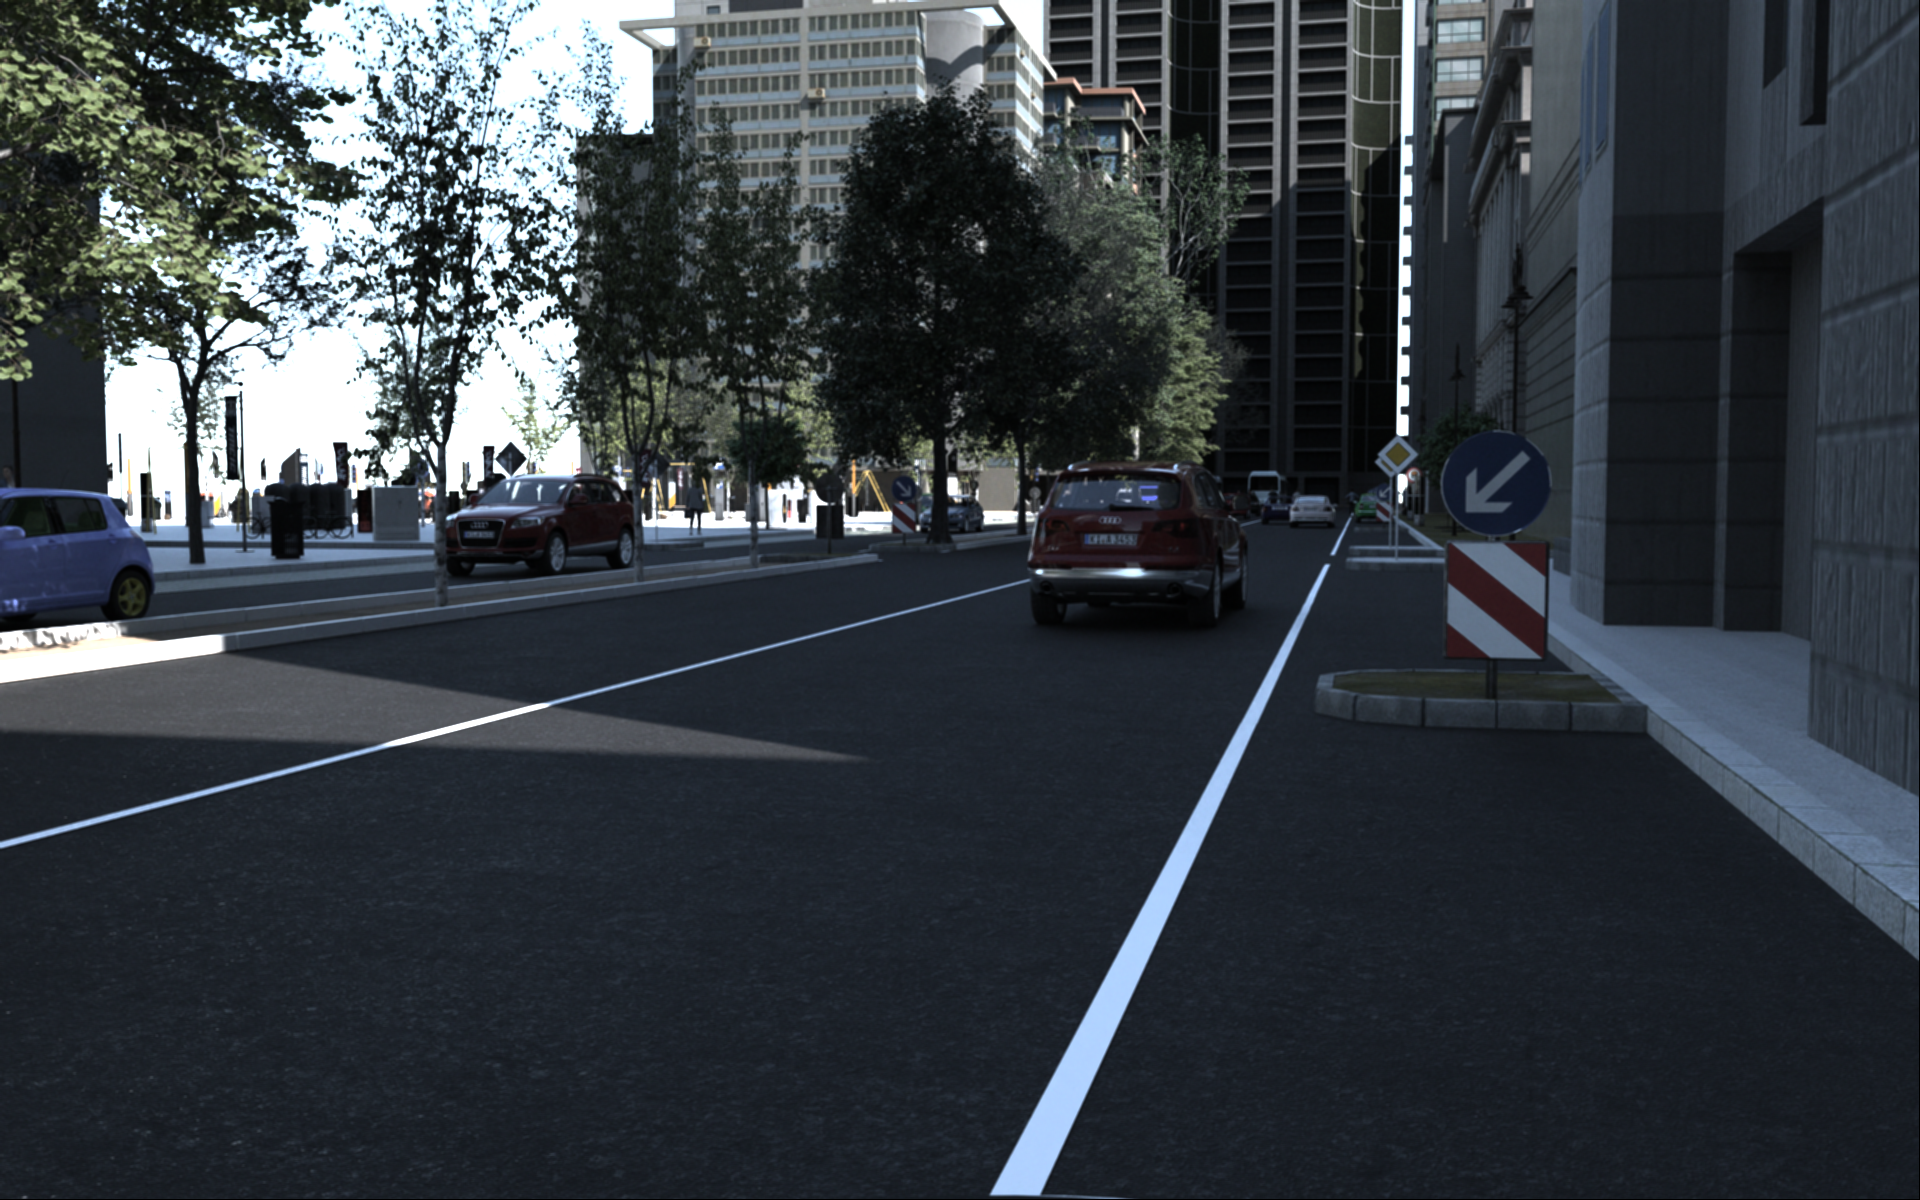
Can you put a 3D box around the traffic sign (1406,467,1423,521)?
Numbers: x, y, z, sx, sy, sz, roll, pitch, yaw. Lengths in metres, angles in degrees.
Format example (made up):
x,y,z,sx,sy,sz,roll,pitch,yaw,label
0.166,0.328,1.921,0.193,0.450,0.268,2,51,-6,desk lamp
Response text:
x,y,z,sx,sy,sz,roll,pitch,yaw,label
21.402,-4.987,81.644,0.768,2.556,0.104,1,4,14,traffic sign

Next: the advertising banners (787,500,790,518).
x,y,z,sx,sy,sz,roll,pitch,yaw,label
-9.018,-5.834,91.570,0.090,3.025,2.074,3,4,37,advertising banners

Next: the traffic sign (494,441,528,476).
x,y,z,sx,sy,sz,roll,pitch,yaw,label
-9.810,-2.179,37.822,0.795,2.593,0.064,1,4,13,traffic sign

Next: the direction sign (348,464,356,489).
x,y,z,sx,sy,sz,roll,pitch,yaw,label
-45.666,-8.434,129.891,0.379,3.537,0.876,3,4,36,direction sign

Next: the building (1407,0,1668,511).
x,y,z,sx,sy,sz,roll,pitch,yaw,label
55.077,-38.401,169.849,21.231,58.520,28.212,1,4,13,building

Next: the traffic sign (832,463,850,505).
x,y,z,sx,sy,sz,roll,pitch,yaw,label
-4.667,-4.123,67.514,0.768,2.556,0.104,1,4,18,traffic sign

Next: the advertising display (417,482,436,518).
x,y,z,sx,sy,sz,roll,pitch,yaw,label
-28.014,-5.247,91.010,0.974,1.923,0.123,-1,4,-21,advertising display

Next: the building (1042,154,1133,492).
x,y,z,sx,sy,sz,roll,pitch,yaw,label
6.846,-23.205,151.104,14.160,30.474,14.107,1,4,13,building

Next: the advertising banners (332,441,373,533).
x,y,z,sx,sy,sz,roll,pitch,yaw,label
-19.786,-3.757,57.616,2.074,3.025,0.090,-1,4,-8,advertising banners

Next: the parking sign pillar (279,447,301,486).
x,y,z,sx,sy,sz,roll,pitch,yaw,label
-38.034,-6.723,98.392,1.447,3.967,1.447,2,4,25,parking sign pillar

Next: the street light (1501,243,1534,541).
x,y,z,sx,sy,sz,roll,pitch,yaw,label
10.270,-3.625,32.058,0.468,5.910,1.993,1,4,13,street light

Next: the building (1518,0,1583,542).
x,y,z,sx,sy,sz,roll,pitch,yaw,label
30.363,-12.948,44.977,30.059,22.955,16.112,1,4,13,building

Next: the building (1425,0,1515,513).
x,y,z,sx,sy,sz,roll,pitch,yaw,label
40.008,-26.742,120.819,14.154,41.232,14.086,1,4,13,building

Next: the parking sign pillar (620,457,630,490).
x,y,z,sx,sy,sz,roll,pitch,yaw,label
-24.451,-8.400,125.804,1.447,3.967,1.447,-2,4,-35,parking sign pillar

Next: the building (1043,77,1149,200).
x,y,z,sx,sy,sz,roll,pitch,yaw,label
6.378,-32.388,184.170,28.867,44.769,22.147,1,4,13,building

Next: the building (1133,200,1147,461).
x,y,z,sx,sy,sz,roll,pitch,yaw,label
9.899,-24.046,164.852,14.160,30.474,14.107,1,4,13,building

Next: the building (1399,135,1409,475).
x,y,z,sx,sy,sz,roll,pitch,yaw,label
67.621,-35.726,203.735,30.456,49.044,23.786,1,4,13,building

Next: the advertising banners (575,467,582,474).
x,y,z,sx,sy,sz,roll,pitch,yaw,label
-24.560,-7.235,114.473,0.090,3.025,2.074,3,5,44,advertising banners

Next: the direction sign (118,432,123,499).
x,y,z,sx,sy,sz,roll,pitch,yaw,label
-30.923,-4.394,63.839,0.379,3.537,0.876,-2,4,-33,direction sign

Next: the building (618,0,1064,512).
x,y,z,sx,sy,sz,roll,pitch,yaw,label
-6.709,-27.063,134.362,32.217,40.220,23.993,1,4,13,building

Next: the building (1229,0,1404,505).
x,y,z,sx,sy,sz,roll,pitch,yaw,label
42.029,-47.004,206.773,20.611,71.187,20.563,1,4,13,building

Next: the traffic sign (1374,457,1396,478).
x,y,z,sx,sy,sz,roll,pitch,yaw,label
10.301,-2.395,41.345,0.795,2.593,0.064,1,4,13,traffic sign

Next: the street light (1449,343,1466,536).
x,y,z,sx,sy,sz,roll,pitch,yaw,label
15.195,-4.910,53.074,0.468,5.910,1.993,1,4,13,street light

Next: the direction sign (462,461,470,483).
x,y,z,sx,sy,sz,roll,pitch,yaw,label
-33.746,-7.730,118.384,0.876,3.537,0.379,3,4,37,direction sign

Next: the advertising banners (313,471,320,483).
x,y,z,sx,sy,sz,roll,pitch,yaw,label
-48.359,-8.324,132.280,2.074,3.025,0.090,0,4,-4,advertising banners

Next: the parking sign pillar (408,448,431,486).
x,y,z,sx,sy,sz,roll,pitch,yaw,label
-30.685,-6.726,98.442,1.447,3.967,1.447,2,4,27,parking sign pillar

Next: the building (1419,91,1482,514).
x,y,z,sx,sy,sz,roll,pitch,yaw,label
33.853,-17.041,97.694,14.314,24.678,30.058,1,4,13,building

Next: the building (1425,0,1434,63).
x,y,z,sx,sy,sz,roll,pitch,yaw,label
49.474,-31.913,141.379,23.786,49.044,30.456,1,4,13,building

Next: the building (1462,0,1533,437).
x,y,z,sx,sy,sz,roll,pitch,yaw,label
27.955,-13.997,70.652,13.314,21.916,24.055,1,4,13,building

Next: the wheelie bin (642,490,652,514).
x,y,z,sx,sy,sz,roll,pitch,yaw,label
-19.918,-6.262,110.294,0.693,1.594,0.980,1,4,10,wheelie bin

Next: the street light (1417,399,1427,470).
x,y,z,sx,sy,sz,roll,pitch,yaw,label
22.140,-6.752,83.185,0.468,5.910,1.993,1,4,13,street light

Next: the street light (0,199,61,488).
x,y,z,sx,sy,sz,roll,pitch,yaw,label
-14.502,-3.289,26.570,0.468,5.910,1.993,1,4,13,street light

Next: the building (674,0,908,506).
x,y,z,sx,sy,sz,roll,pitch,yaw,label
-17.688,-45.969,189.838,20.611,71.187,20.563,1,4,13,building

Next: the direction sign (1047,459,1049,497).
x,y,z,sx,sy,sz,roll,pitch,yaw,label
5.715,-7.368,112.464,0.379,3.537,0.876,1,4,10,direction sign

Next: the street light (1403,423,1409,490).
x,y,z,sx,sy,sz,roll,pitch,yaw,label
29.099,-8.594,113.294,0.468,5.910,1.993,1,4,13,street light

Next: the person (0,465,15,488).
x,y,z,sx,sy,sz,roll,pitch,yaw,label
-17.611,-1.591,32.079,0.581,1.822,0.654,-3,5,-41,person

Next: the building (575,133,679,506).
x,y,z,sx,sy,sz,roll,pitch,yaw,label
-34.585,-31.514,198.852,14.086,41.232,14.154,1,4,13,building

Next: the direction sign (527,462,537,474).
x,y,z,sx,sy,sz,roll,pitch,yaw,label
-30.495,-8.059,123.762,0.379,3.537,0.876,0,3,0,direction sign

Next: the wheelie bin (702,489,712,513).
x,y,z,sx,sy,sz,roll,pitch,yaw,label
-16.870,-6.554,115.070,0.693,1.594,0.980,0,4,-3,wheelie bin

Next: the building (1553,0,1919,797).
x,y,z,sx,sy,sz,roll,pitch,yaw,label
16.961,-28.913,14.732,21.231,58.520,28.212,1,4,13,building

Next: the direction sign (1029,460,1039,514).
x,y,z,sx,sy,sz,roll,pitch,yaw,label
4.862,-7.462,113.997,0.876,3.537,0.379,-3,5,-45,direction sign

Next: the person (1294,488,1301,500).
x,y,z,sx,sy,sz,roll,pitch,yaw,label
20.734,-5.946,105.923,0.583,1.804,0.606,-2,4,-32,person

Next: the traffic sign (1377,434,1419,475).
x,y,z,sx,sy,sz,roll,pitch,yaw,label
8.494,-1.919,33.566,0.795,2.593,0.064,1,4,13,traffic sign

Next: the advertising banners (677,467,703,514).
x,y,z,sx,sy,sz,roll,pitch,yaw,label
-17.695,-7.167,113.375,2.074,3.025,0.090,2,4,30,advertising banners

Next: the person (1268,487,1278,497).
x,y,z,sx,sy,sz,roll,pitch,yaw,label
20.172,-6.343,111.564,0.648,1.900,0.474,-1,4,-22,person

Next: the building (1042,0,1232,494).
x,y,z,sx,sy,sz,roll,pitch,yaw,label
21.643,-47.367,212.700,20.611,71.187,20.563,1,4,13,building

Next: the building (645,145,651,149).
x,y,z,sx,sy,sz,roll,pitch,yaw,label
-27.324,-36.749,224.545,21.600,48.544,21.300,1,4,13,building

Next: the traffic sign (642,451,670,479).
x,y,z,sx,sy,sz,roll,pitch,yaw,label
-8.003,-2.655,45.601,0.795,2.593,0.064,1,4,13,traffic sign

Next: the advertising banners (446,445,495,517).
x,y,z,sx,sy,sz,roll,pitch,yaw,label
-17.496,-4.025,61.992,2.074,3.025,0.090,1,4,19,advertising banners

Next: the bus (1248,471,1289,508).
x,y,z,sx,sy,sz,roll,pitch,yaw,label
26.212,-9.315,147.165,2.948,3.499,13.247,1,4,13,bus

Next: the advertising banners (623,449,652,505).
x,y,z,sx,sy,sz,roll,pitch,yaw,label
-12.885,-4.313,66.706,2.074,3.025,0.090,-1,4,-17,advertising banners

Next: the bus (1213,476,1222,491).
x,y,z,sx,sy,sz,roll,pitch,yaw,label
24.237,-10.813,171.644,2.948,3.499,13.247,1,4,12,bus
